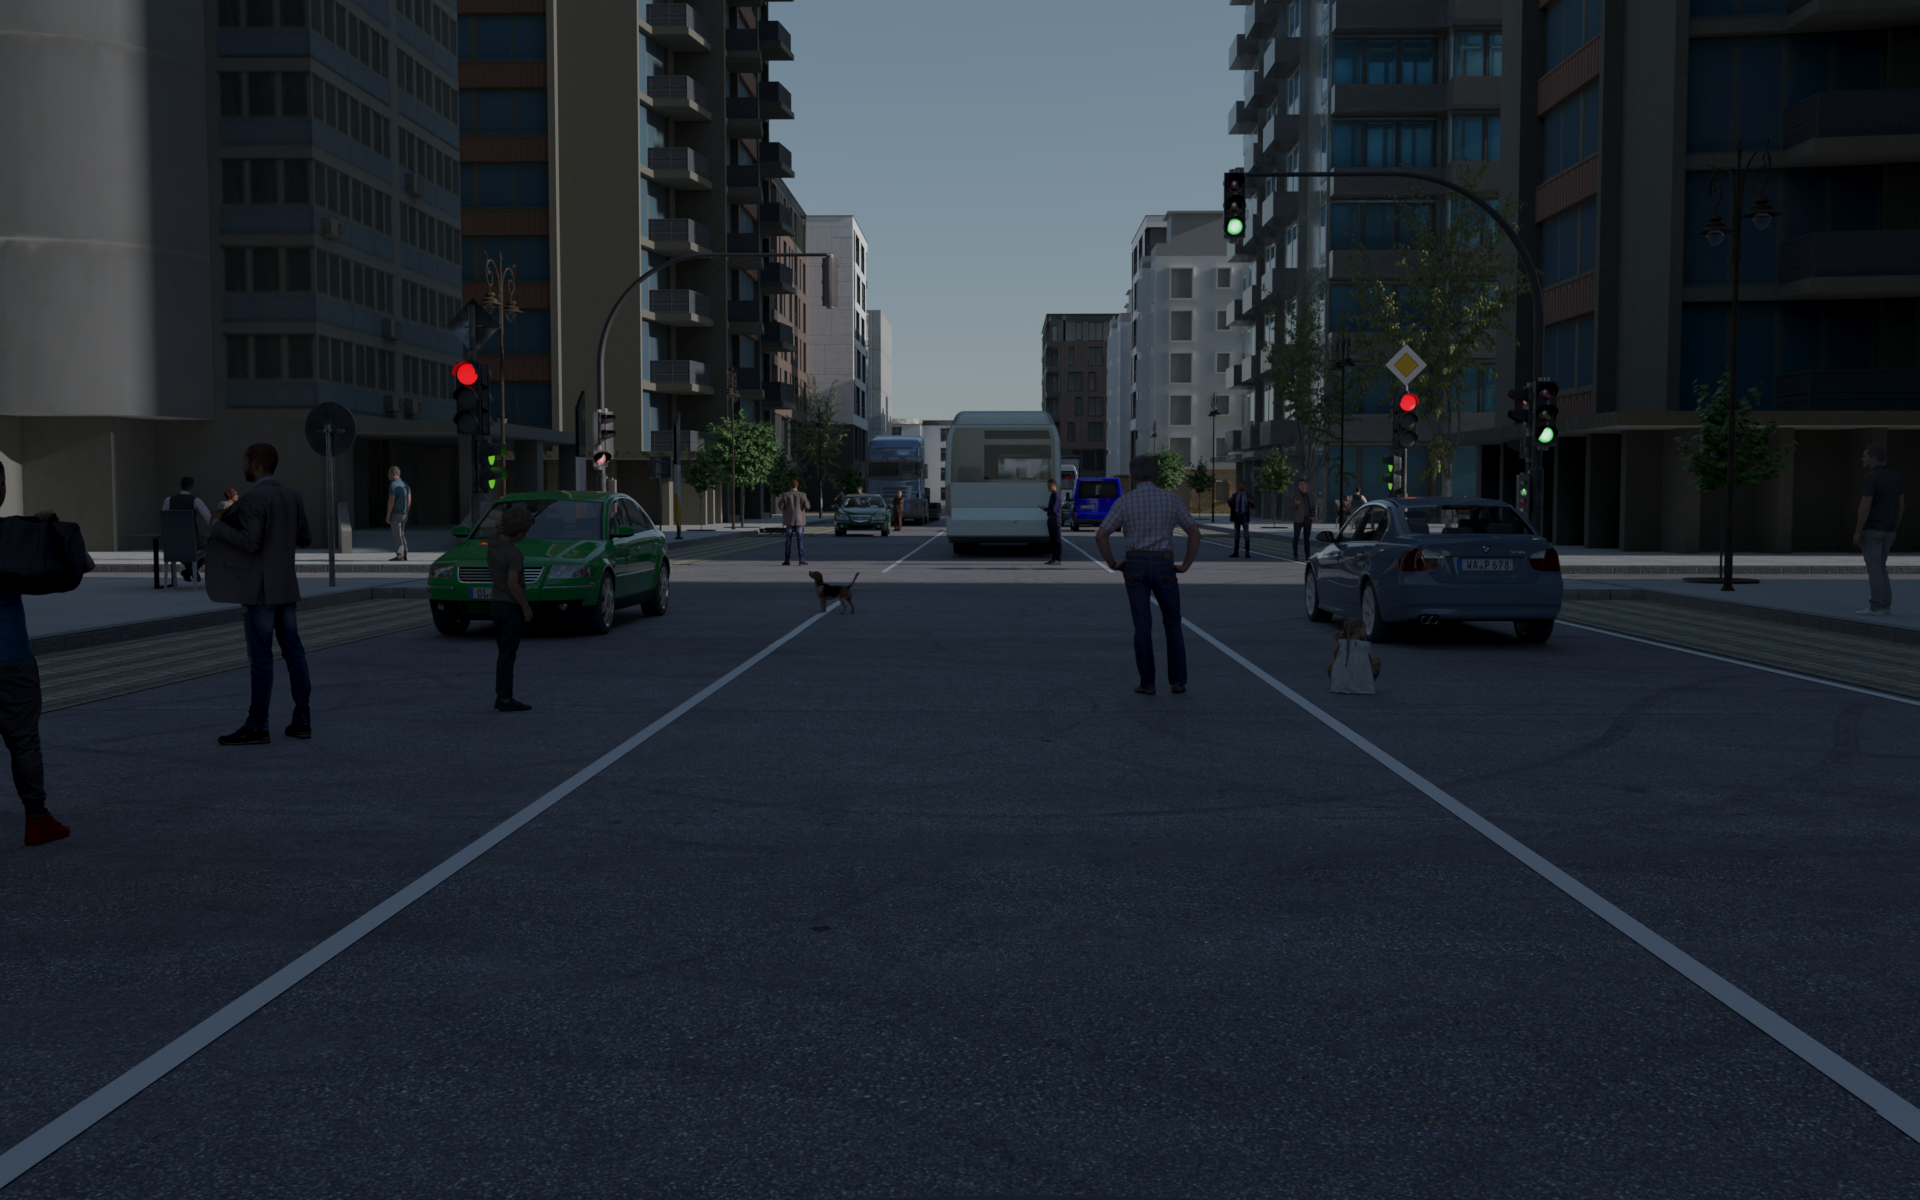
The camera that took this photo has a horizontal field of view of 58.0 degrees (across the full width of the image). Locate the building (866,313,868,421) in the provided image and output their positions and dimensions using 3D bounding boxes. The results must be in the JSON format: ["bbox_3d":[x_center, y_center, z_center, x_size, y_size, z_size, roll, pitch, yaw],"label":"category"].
[{"bbox_3d":[-15.738,-17.783,147.175,16.016,20.091,11.380,0,4,1],"label":"building"}]

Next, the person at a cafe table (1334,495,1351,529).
[{"bbox_3d":[14.669,-3.238,63.807,1.726,1.238,1.698,2,4,35],"label":"person at a cafe table"}]

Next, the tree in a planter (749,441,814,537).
[{"bbox_3d":[-5.934,-3.714,57.942,1.991,3.239,1.994,0,4,1],"label":"tree in a planter"}]

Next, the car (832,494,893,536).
[{"bbox_3d":[-3.355,-2.955,60.112,2.131,1.459,4.920,0,4,-1],"label":"car"}]

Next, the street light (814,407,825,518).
[{"bbox_3d":[-7.451,-7.294,92.052,0.468,5.910,1.993,0,4,1],"label":"street light"}]

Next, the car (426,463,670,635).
[{"bbox_3d":[-4.410,-0.628,19.063,1.959,1.807,4.718,0,4,2],"label":"car"}]

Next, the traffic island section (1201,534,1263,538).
[{"bbox_3d":[8.907,-2.116,57.458,1.991,0.108,1.994,0,4,1],"label":"traffic island section"}]

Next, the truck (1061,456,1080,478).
[{"bbox_3d":[7.600,-8.803,132.834,2.839,4.237,11.283,0,3,0],"label":"truck"}]

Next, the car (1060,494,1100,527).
[{"bbox_3d":[5.314,-4.018,77.488,2.131,1.459,4.920,0,4,3],"label":"car"}]

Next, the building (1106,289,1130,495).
[{"bbox_3d":[22.231,-18.909,165.574,16.016,20.091,11.380,0,4,1],"label":"building"}]

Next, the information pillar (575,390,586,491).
[{"bbox_3d":[-8.532,-2.915,39.008,0.183,3.616,0.504,0,4,6],"label":"information pillar"}]

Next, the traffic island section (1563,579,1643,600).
[{"bbox_3d":[8.181,-0.145,24.652,2.009,0.180,2.903,0,4,1],"label":"traffic island section"}]

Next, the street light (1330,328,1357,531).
[{"bbox_3d":[10.710,-4.633,48.537,0.468,5.910,1.993,0,4,1],"label":"street light"}]

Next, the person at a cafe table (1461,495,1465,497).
[{"bbox_3d":[19.928,-3.434,67.014,1.726,1.238,1.698,0,4,5],"label":"person at a cafe table"}]

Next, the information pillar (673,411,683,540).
[{"bbox_3d":[-7.966,-3.515,48.829,0.183,3.616,0.504,0,4,4],"label":"information pillar"}]

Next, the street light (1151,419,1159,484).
[{"bbox_3d":[12.033,-8.224,107.254,0.468,5.910,1.993,0,4,1],"label":"street light"}]

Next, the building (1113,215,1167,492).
[{"bbox_3d":[27.884,-18.294,143.088,27.936,21.610,32.646,0,4,1],"label":"building"}]

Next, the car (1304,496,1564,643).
[{"bbox_3d":[4.796,-0.365,17.963,2.014,1.417,4.499,0,3,0],"label":"car"}]

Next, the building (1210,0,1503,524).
[{"bbox_3d":[25.628,-28.565,86.647,23.786,49.044,30.456,0,4,1],"label":"building"}]

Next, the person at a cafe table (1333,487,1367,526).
[{"bbox_3d":[13.804,-3.153,60.059,1.698,1.524,1.622,1,4,15],"label":"person at a cafe table"}]

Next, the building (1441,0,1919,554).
[{"bbox_3d":[28.313,-23.883,45.109,28.867,44.769,22.147,0,4,1],"label":"building"}]

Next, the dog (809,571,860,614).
[{"bbox_3d":[-1.513,-0.091,20.780,0.540,0.507,0.406,-1,4,-17],"label":"dog"}]

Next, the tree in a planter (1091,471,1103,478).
[{"bbox_3d":[10.624,-8.404,134.631,1.991,3.239,1.994,0,4,1],"label":"tree in a planter"}]

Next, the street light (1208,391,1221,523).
[{"bbox_3d":[11.405,-6.430,77.911,0.468,5.910,1.993,0,4,1],"label":"street light"}]

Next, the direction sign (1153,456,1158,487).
[{"bbox_3d":[11.555,-6.764,102.596,0.379,3.537,0.876,-1,4,-13],"label":"direction sign"}]

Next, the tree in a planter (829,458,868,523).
[{"bbox_3d":[-5.336,-5.367,84.966,1.991,3.239,1.994,0,4,1],"label":"tree in a planter"}]

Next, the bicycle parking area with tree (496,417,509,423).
[{"bbox_3d":[-17.194,-4.577,61.840,9.016,4.147,8.231,1,4,15],"label":"bicycle parking area with tree"}]

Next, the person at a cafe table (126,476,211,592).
[{"bbox_3d":[-10.345,-0.914,23.467,1.698,1.524,1.622,0,4,-7],"label":"person at a cafe table"}]

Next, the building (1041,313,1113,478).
[{"bbox_3d":[26.296,-22.156,206.220,32.646,21.610,27.936,0,4,1],"label":"building"}]

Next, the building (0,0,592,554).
[{"bbox_3d":[-27.076,-21.589,44.866,32.217,40.220,23.993,0,4,1],"label":"building"}]

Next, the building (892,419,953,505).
[{"bbox_3d":[-4.276,-15.604,197.269,28.070,9.664,9.099,0,4,1],"label":"building"}]

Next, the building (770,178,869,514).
[{"bbox_3d":[-21.790,-17.206,125.285,27.936,21.610,32.646,0,4,1],"label":"building"}]

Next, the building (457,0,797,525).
[{"bbox_3d":[-19.827,-26.193,82.884,22.147,44.769,28.867,0,4,1],"label":"building"}]

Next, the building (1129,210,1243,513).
[{"bbox_3d":[20.532,-16.202,121.320,16.016,20.091,11.380,0,4,1],"label":"building"}]

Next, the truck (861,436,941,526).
[{"bbox_3d":[-2.601,-5.851,85.415,2.967,4.110,18.799,0,4,2],"label":"truck"}]

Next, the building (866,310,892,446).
[{"bbox_3d":[-23.137,-18.879,175.134,31.486,18.905,16.747,0,4,1],"label":"building"}]

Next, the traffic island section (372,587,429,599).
[{"bbox_3d":[-6.997,-0.166,24.993,2.009,0.180,2.903,0,4,1],"label":"traffic island section"}]
